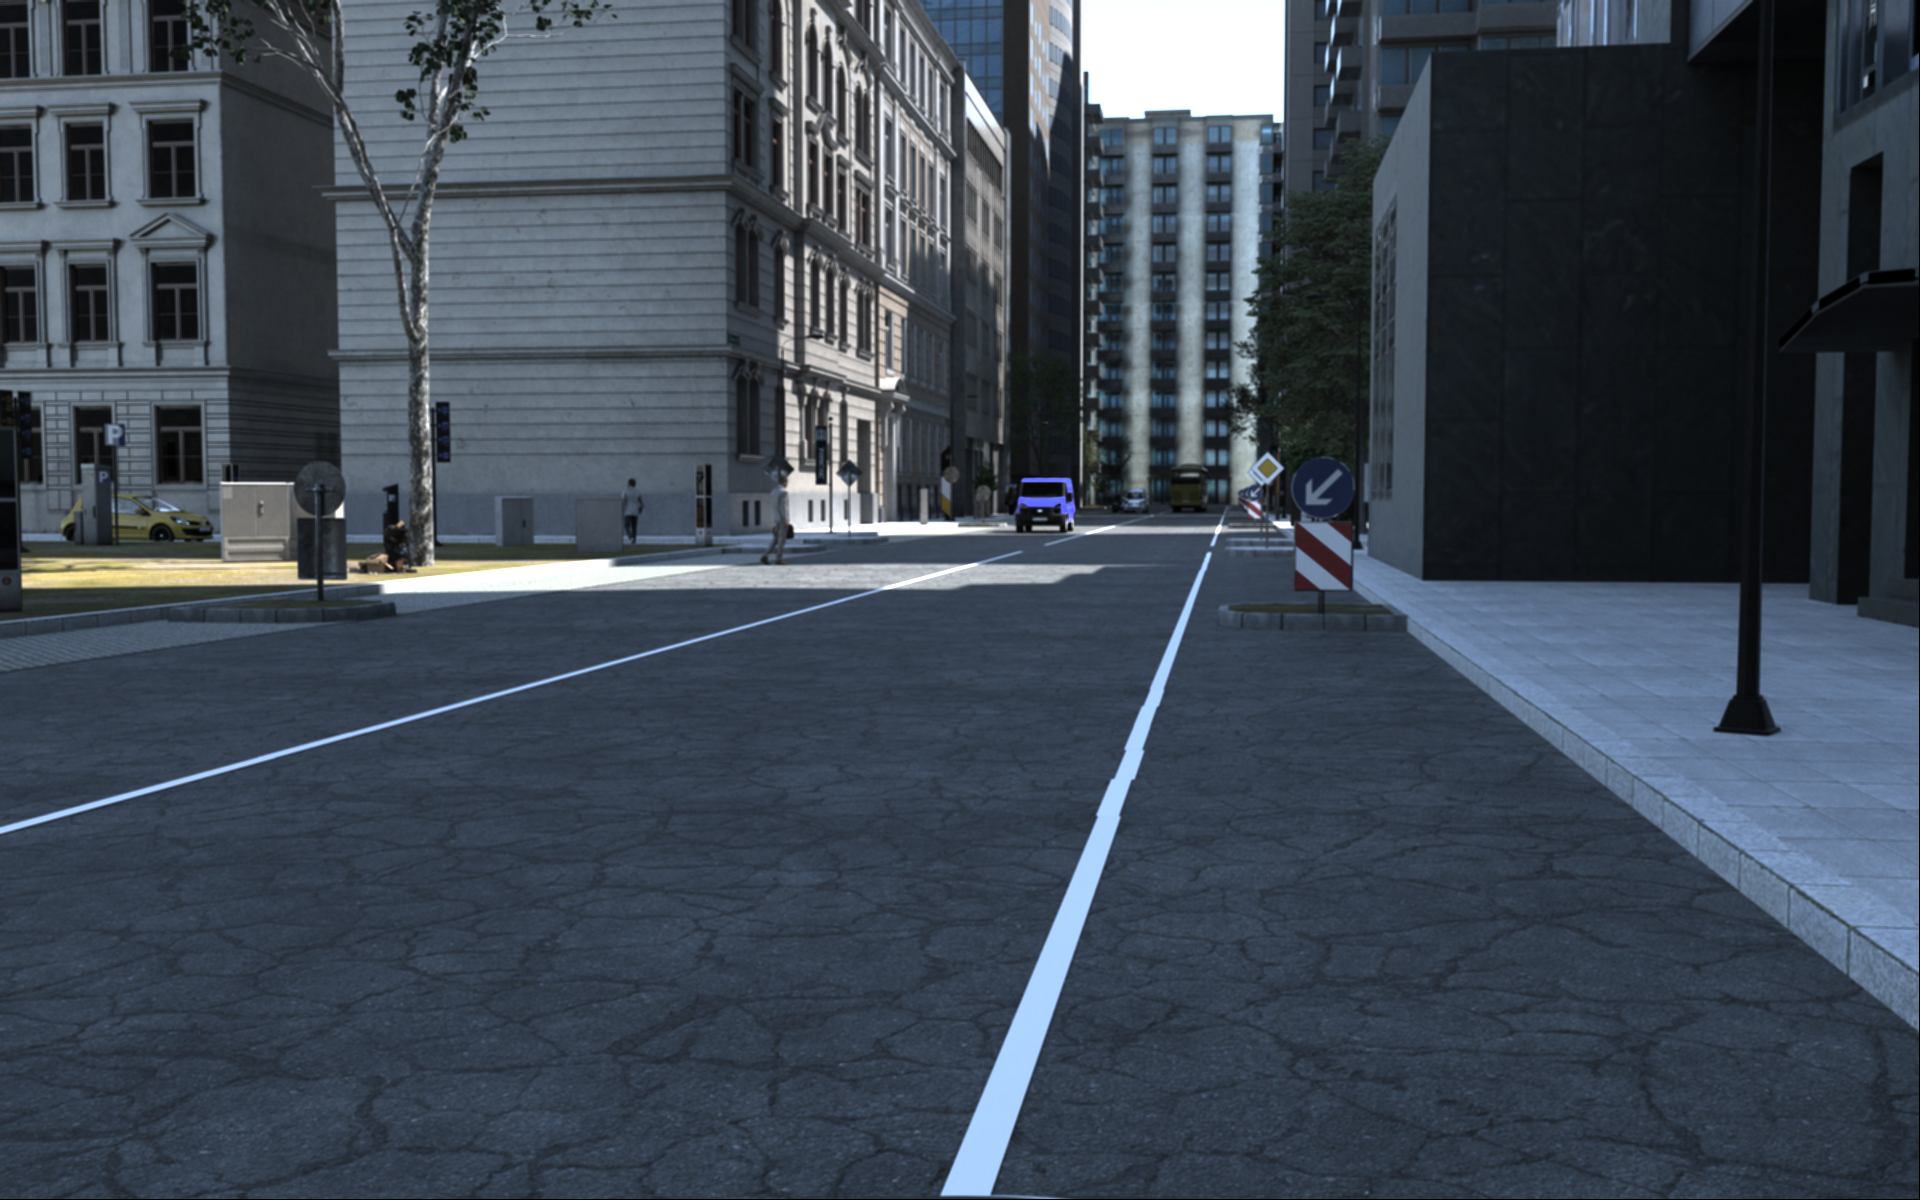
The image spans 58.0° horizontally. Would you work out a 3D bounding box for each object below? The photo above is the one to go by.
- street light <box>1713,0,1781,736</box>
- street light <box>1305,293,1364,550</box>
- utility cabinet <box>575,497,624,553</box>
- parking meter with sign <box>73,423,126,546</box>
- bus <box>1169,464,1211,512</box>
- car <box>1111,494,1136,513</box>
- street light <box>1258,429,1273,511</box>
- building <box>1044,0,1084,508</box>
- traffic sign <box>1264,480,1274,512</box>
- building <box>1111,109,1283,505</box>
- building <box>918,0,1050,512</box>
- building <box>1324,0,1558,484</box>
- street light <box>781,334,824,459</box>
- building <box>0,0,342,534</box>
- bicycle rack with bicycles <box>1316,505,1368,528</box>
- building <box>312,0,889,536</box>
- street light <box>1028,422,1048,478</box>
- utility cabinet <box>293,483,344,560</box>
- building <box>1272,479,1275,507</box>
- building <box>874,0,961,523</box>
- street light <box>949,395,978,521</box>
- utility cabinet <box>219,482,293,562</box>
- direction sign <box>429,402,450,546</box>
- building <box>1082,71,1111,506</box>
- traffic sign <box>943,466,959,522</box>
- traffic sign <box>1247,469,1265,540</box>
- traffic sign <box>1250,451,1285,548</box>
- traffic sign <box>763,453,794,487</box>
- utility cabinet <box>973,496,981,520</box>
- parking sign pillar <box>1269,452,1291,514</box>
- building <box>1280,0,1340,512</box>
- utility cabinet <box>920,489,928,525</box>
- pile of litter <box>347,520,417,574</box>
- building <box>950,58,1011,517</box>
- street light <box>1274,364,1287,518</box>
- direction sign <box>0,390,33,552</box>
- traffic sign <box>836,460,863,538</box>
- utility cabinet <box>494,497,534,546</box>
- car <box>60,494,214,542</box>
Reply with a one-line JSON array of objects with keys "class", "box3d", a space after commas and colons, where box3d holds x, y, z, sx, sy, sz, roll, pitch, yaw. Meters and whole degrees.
[{"class": "street light", "box3d": [3.726, -2.247, 9.284, 1.470, 5.913, 1.316, 1, 4, 9]}, {"class": "street light", "box3d": [8.675, -4.135, 40.146, 1.470, 5.913, 1.316, 1, 4, 9]}, {"class": "utility cabinet", "box3d": [-7.940, -1.650, 38.143, 1.020, 1.237, 0.306, -1, 4, -12]}, {"class": "parking meter with sign", "box3d": [-21.651, -2.886, 43.452, 1.738, 3.016, 0.543, 2, 4, 34]}, {"class": "bus", "box3d": [18.648, -9.112, 140.534, 2.896, 3.916, 12.252, 1, 4, 11]}, {"class": "car", "box3d": [12.798, -7.658, 134.994, 2.009, 1.686, 4.222, 1, 4, 8]}, {"class": "street light", "box3d": [16.701, -7.308, 92.031, 1.470, 5.913, 1.316, 1, 4, 9]}, {"class": "building", "box3d": [-0.711, -37.422, 153.853, 21.231, 58.520, 28.212, 1, 4, 9]}, {"class": "traffic sign", "box3d": [21.602, -7.409, 121.244, 0.768, 2.556, 0.104, 1, 4, 13]}, {"class": "building", "box3d": [26.016, -36.629, 218.494, 30.456, 49.044, 23.786, 1, 4, 9]}, {"class": "building", "box3d": [-0.776, -29.520, 132.765, 14.600, 45.320, 14.200, 1, 4, 9]}, {"class": "building", "box3d": [32.881, -29.404, 100.369, 23.786, 49.044, 30.456, 1, 4, 9]}, {"class": "street light", "box3d": [-4.643, -4.772, 50.557, 1.470, 5.913, 1.316, 1, 4, 9]}, {"class": "building", "box3d": [-32.156, -13.757, 61.079, 21.152, 22.565, 11.583, 1, 4, 9]}, {"class": "bicycle rack with bicycles", "box3d": [13.395, -2.773, 58.727, 2.925, 0.926, 2.852, 0, 4, 4]}, {"class": "building", "box3d": [-11.378, -16.893, 63.583, 14.401, 28.519, 23.554, 1, 4, 9]}, {"class": "street light", "box3d": [4.994, -8.531, 112.020, 1.470, 5.913, 1.316, 1, 4, 9]}, {"class": "utility cabinet", "box3d": [-12.441, -1.505, 33.279, 1.173, 1.500, 0.318, 1, 4, 15]}, {"class": "building", "box3d": [49.389, -29.950, 181.564, 32.217, 40.220, 23.993, 1, 4, 9]}, {"class": "building", "box3d": [-8.090, -18.314, 85.331, 13.634, 28.700, 20.117, 1, 4, 9]}, {"class": "street light", "box3d": [0.167, -6.658, 81.398, 1.470, 5.913, 1.316, 1, 4, 9]}, {"class": "utility cabinet", "box3d": [-13.271, -1.464, 32.613, 1.173, 1.500, 0.318, -2, 4, -31]}, {"class": "direction sign", "box3d": [-12.968, -3.101, 42.693, 0.876, 3.537, 0.379, 1, 4, 11]}, {"class": "building", "box3d": [0.012, -34.805, 188.665, 30.456, 49.044, 23.786, 1, 4, 9]}, {"class": "traffic sign", "box3d": [-0.404, -4.852, 79.439, 0.768, 2.556, 0.104, 1, 4, 16]}, {"class": "traffic sign", "box3d": [8.471, -2.754, 48.667, 0.795, 2.450, 0.064, 1, 4, 9]}, {"class": "traffic sign", "box3d": [7.232, -2.271, 40.779, 0.795, 2.450, 0.064, 1, 4, 9]}, {"class": "traffic sign", "box3d": [-4.466, -2.385, 42.630, 0.795, 2.450, 0.064, 1, 4, 9]}, {"class": "utility cabinet", "box3d": [0.858, -4.630, 86.863, 0.306, 1.237, 1.020, 0, 4, -5]}, {"class": "parking sign pillar", "box3d": [20.456, -7.465, 110.522, 1.447, 3.967, 1.447, 0, 4, -1]}, {"class": "building", "box3d": [35.928, -36.296, 135.440, 21.231, 58.520, 28.212, 1, 4, 9]}, {"class": "utility cabinet", "box3d": [-1.519, -3.880, 72.113, 0.318, 1.500, 1.173, 0, 4, -4]}, {"class": "pile of litter", "box3d": [-9.481, -0.883, 28.398, 1.176, 0.858, 1.719, 0, 4, -8]}, {"class": "building", "box3d": [-4.156, -17.558, 105.093, 12.078, 24.808, 19.932, 1, 4, 9]}, {"class": "street light", "box3d": [11.992, -5.432, 61.347, 1.470, 5.913, 1.316, 1, 4, 9]}, {"class": "direction sign", "box3d": [-20.717, -2.818, 38.077, 0.379, 3.537, 0.876, 1, 4, 13]}, {"class": "traffic sign", "box3d": [-3.227, -2.867, 50.518, 0.795, 2.450, 0.064, 1, 4, 9]}, {"class": "utility cabinet", "box3d": [-11.053, -1.946, 42.987, 0.306, 1.237, 1.020, 2, 4, 33]}, {"class": "car", "box3d": [-22.968, -2.337, 48.440, 3.980, 1.641, 2.015, 0, 4, 8]}]
